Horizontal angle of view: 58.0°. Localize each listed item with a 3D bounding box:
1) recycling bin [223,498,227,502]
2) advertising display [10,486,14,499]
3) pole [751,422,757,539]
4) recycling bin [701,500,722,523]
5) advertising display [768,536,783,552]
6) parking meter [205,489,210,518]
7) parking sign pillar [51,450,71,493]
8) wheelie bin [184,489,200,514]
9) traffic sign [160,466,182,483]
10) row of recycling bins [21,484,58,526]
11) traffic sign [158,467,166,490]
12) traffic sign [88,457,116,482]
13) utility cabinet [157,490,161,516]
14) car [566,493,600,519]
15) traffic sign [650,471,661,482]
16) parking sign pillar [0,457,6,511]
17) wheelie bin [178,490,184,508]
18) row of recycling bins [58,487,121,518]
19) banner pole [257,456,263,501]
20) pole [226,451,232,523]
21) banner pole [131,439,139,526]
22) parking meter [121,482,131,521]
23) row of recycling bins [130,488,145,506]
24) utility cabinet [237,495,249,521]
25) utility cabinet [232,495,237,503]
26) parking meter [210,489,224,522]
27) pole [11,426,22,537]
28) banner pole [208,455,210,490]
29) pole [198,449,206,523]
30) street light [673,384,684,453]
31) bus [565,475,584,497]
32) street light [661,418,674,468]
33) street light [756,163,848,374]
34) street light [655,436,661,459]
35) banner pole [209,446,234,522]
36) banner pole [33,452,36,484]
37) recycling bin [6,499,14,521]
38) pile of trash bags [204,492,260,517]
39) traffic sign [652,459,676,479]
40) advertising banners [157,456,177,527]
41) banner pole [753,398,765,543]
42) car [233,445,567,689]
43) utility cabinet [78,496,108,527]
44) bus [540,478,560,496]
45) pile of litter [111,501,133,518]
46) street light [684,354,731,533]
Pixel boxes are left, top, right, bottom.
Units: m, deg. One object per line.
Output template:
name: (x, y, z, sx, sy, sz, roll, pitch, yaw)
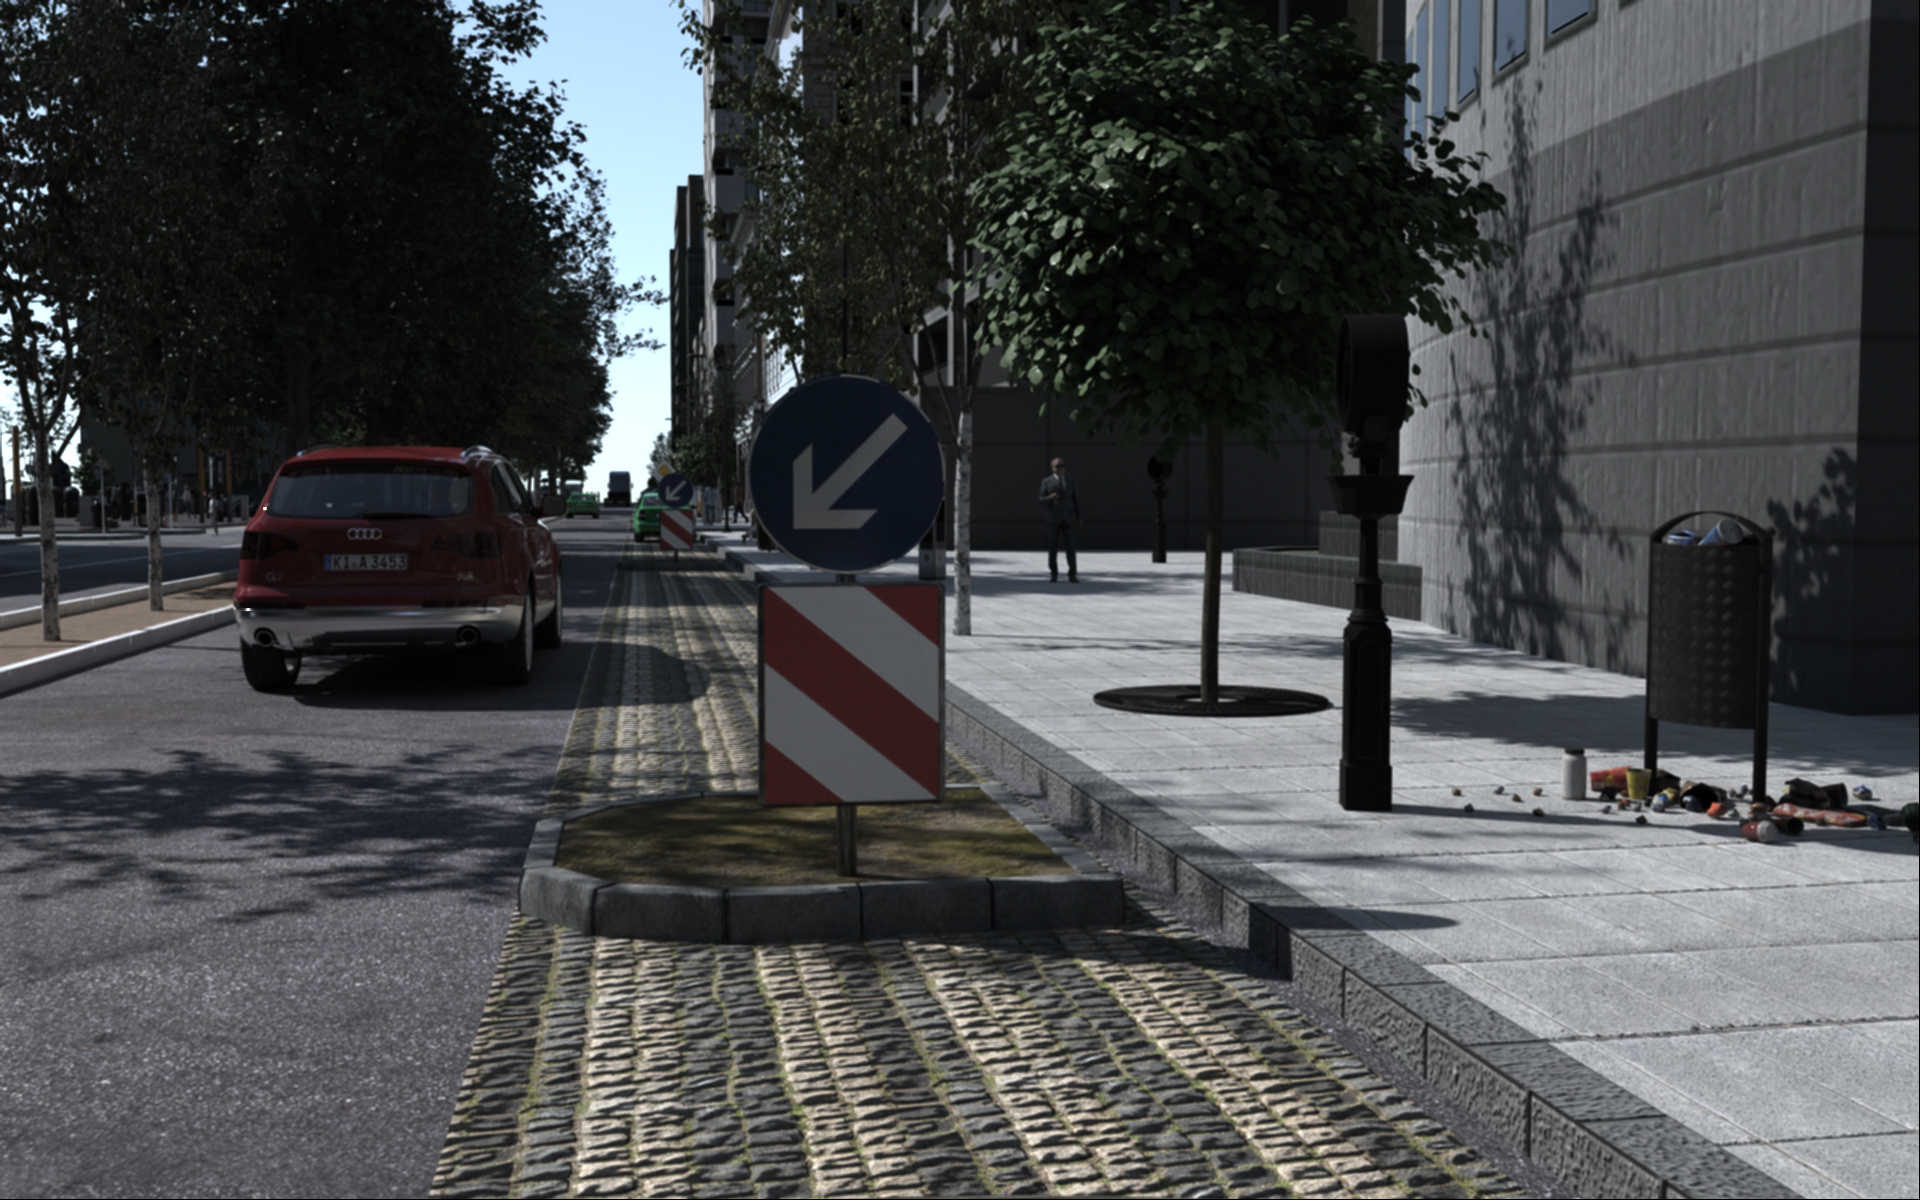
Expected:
recycling bin: (-44.849, -5.735, 106.328, 0.722, 1.027, 0.722, -2, 4, -31)
advertising display: (-70.893, -7.655, 130.367, 0.974, 1.923, 0.123, -2, 4, -33)
pole: (-5.837, -3.391, 49.285, 0.158, 3.312, 0.155, 0, 3, 0)
recycling bin: (-11.244, -4.028, 78.414, 0.722, 1.027, 0.722, 1, 4, 14)
advertising display: (-3.812, -2.023, 38.287, 0.974, 1.923, 0.123, 1, 4, 11)
parking meter: (-39.945, -5.125, 92.200, 0.372, 1.533, 0.369, 0, 3, 0)
parking sign pillar: (-55.197, -7.213, 106.412, 1.447, 3.967, 1.447, 0, 4, 6)
wheelie bin: (-48.460, -6.246, 110.036, 0.693, 1.594, 0.980, 3, 5, 41)
traffic sign: (-28.343, -3.667, 62.145, 0.795, 2.593, 0.064, -1, 4, -10)
row of recycling bins: (-38.243, -3.950, 71.697, 1.069, 1.692, 3.534, -2, 4, -32)
traffic sign: (-32.034, -4.258, 69.619, 0.884, 2.594, 0.081, 0, 4, -2)
traffic sign: (-26.885, -3.187, 54.294, 0.795, 2.593, 0.064, -1, 4, -10)
utility cabinet: (-45.853, -5.533, 99.144, 0.318, 1.500, 1.173, -2, 4, -31)
car: (-22.237, -5.705, 102.073, 1.959, 1.807, 4.718, -1, 4, -9)
traffic sign: (-11.237, -3.859, 65.290, 0.795, 2.593, 0.064, -1, 4, -10)
parking sign pillar: (-69.435, -8.326, 124.604, 1.447, 3.967, 1.447, 0, 4, -3)
wheelie bin: (-54.765, -6.999, 122.334, 0.980, 1.594, 0.693, 0, 4, 5)
row of recycling bins: (-48.324, -5.386, 95.170, 3.534, 1.692, 1.069, -3, 5, -44)
banner pole: (-40.780, -6.785, 100.945, 0.401, 3.779, 0.863, 0, 4, -2)
pole: (-32.927, -5.148, 78.012, 0.158, 3.312, 0.155, 0, 3, 0)
banner pole: (-32.908, -4.837, 69.101, 0.401, 3.779, 0.863, -1, 4, -9)
parking meter: (-40.047, -4.736, 83.137, 0.255, 1.863, 0.399, 1, 4, 8)
row of recycling bins: (-55.314, -6.639, 115.663, 1.069, 1.692, 3.534, 0, 4, 2)
utility cabinet: (-34.220, -4.384, 82.846, 0.306, 1.237, 1.020, -1, 4, -18)
utility cabinet: (-42.063, -5.481, 100.774, 1.020, 1.237, 0.306, -3, 5, -41)
parking meter: (-34.225, -4.379, 80.003, 0.372, 1.533, 0.369, 0, 3, 0)
pole: (-28.226, -3.547, 51.830, 0.158, 3.312, 0.155, 0, 3, 0)
banner pole: (-43.826, -6.805, 101.278, 0.401, 3.779, 0.863, -3, 5, -40)
pole: (-33.339, -5.031, 76.096, 0.158, 3.312, 0.155, 0, 3, 0)
street light: (-11.207, -6.146, 73.021, 1.470, 5.913, 1.316, -1, 4, -10)
bus: (-50.743, -14.399, 226.967, 2.896, 3.916, 12.252, -1, 4, -12)
street light: (-17.362, -8.171, 106.128, 1.470, 5.913, 1.316, -1, 4, -10)
street light: (-2.167, -3.181, 24.557, 1.470, 5.913, 1.316, -1, 4, -10)
street light: (-23.571, -10.195, 139.226, 1.470, 5.913, 1.316, -1, 4, -10)
banner pole: (-33.709, -5.461, 79.304, 0.401, 3.779, 0.863, 3, 5, 40)
banner pole: (-47.885, -6.135, 90.332, 0.863, 3.779, 0.401, -3, 5, -43)
recycling bin: (-46.016, -4.394, 84.398, 0.722, 1.027, 0.722, -1, 4, -21)
pile of trash bags: (-40.271, -5.246, 95.522, 1.912, 1.369, 3.447, 2, 4, 26)
traffic sign: (-9.779, -3.379, 57.438, 0.795, 2.593, 0.064, -1, 4, -10)
advertising banners: (-30.723, -4.313, 66.707, 0.090, 3.025, 2.074, 0, 4, -4)
banner pole: (-5.222, -3.369, 45.097, 0.401, 3.779, 0.863, 1, 4, 15)
car: (-4.472, -0.349, 14.384, 2.281, 1.827, 5.304, -1, 4, -9)
utility cabinet: (-34.088, -3.484, 68.125, 1.020, 1.237, 0.306, 0, 4, 6)
bus: (-62.718, -16.715, 264.835, 2.896, 3.916, 12.252, -1, 4, -10)
pile of litter: (-44.601, -4.796, 92.379, 1.176, 0.858, 1.719, 1, 4, 12)
street light: (-8.332, -5.206, 57.663, 1.470, 5.913, 1.316, -1, 4, -10)
